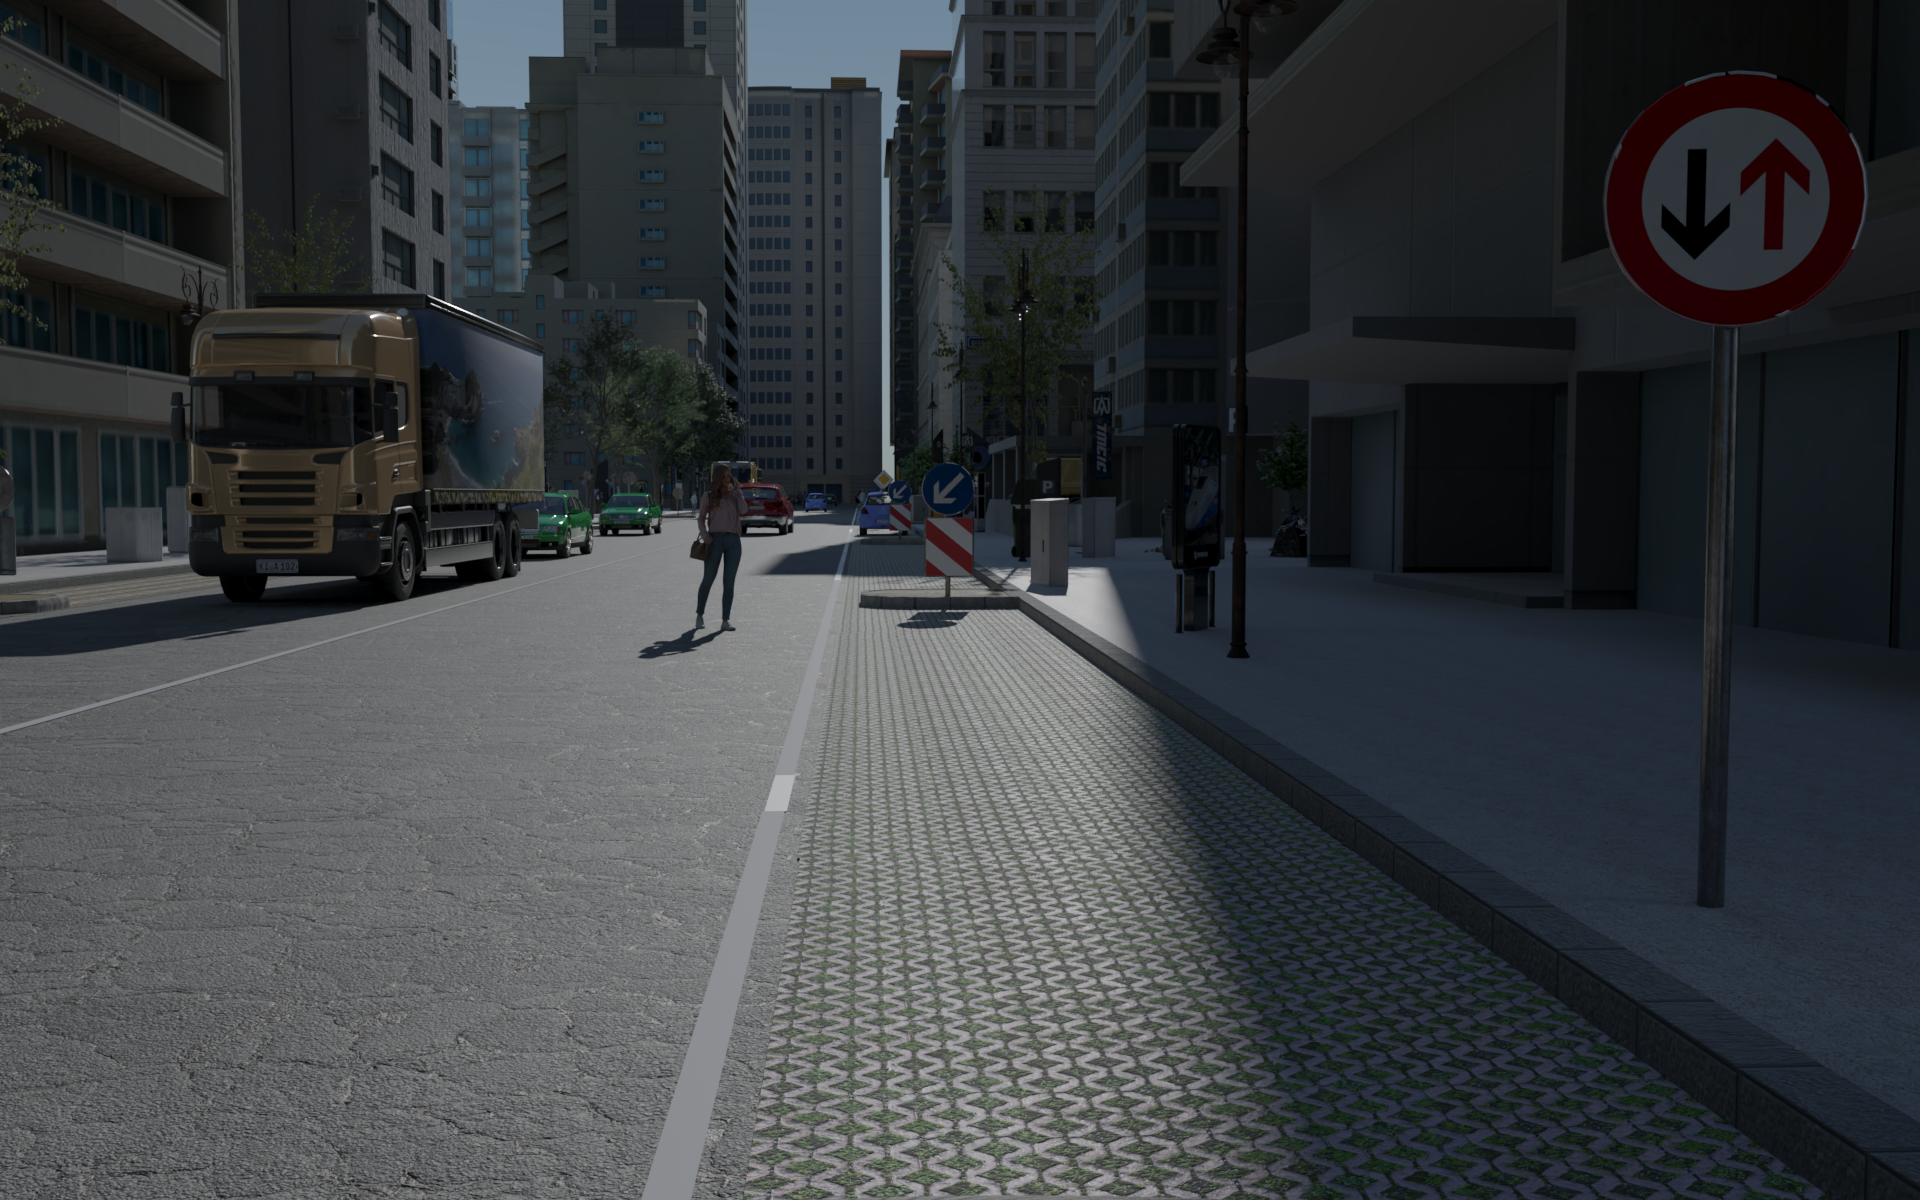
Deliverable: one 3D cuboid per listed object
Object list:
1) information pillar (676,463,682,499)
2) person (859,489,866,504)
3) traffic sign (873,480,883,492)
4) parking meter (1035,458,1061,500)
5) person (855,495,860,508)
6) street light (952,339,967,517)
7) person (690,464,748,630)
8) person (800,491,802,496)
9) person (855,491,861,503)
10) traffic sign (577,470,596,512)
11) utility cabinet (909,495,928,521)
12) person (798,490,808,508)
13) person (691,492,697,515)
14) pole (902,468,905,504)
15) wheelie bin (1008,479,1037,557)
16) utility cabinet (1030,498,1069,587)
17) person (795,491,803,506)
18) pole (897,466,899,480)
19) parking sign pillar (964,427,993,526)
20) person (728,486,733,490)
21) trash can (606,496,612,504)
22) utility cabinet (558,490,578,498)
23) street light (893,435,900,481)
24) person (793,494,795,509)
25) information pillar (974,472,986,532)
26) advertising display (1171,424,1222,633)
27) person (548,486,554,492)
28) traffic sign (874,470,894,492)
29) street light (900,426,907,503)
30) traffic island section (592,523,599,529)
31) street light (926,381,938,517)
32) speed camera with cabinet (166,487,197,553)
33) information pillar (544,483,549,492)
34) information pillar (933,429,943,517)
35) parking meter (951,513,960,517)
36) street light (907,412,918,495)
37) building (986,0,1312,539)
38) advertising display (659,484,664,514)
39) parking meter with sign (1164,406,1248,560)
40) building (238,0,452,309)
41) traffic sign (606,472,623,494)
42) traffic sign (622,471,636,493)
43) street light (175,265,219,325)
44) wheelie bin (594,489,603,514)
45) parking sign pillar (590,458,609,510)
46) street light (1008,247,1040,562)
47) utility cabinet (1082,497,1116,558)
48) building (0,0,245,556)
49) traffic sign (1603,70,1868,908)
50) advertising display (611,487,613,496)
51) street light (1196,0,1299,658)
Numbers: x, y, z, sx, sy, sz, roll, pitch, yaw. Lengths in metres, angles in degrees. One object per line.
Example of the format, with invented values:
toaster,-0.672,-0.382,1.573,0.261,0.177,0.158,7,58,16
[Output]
information pillar,-21.425,-8.611,132.138,0.504,3.616,0.183,-2,4,-34
person,-8.543,-8.829,152.726,0.514,1.842,0.818,-3,5,-43
traffic sign,-3.593,-4.639,79.482,0.795,2.450,0.064,0,4,-3
parking meter,1.416,-1.357,27.904,0.399,1.863,0.255,1,4,12
person,-10.726,-10.488,183.162,0.799,1.438,0.628,1,4,15
street light,0.039,-4.834,51.817,0.468,5.910,1.993,0,4,-3
person,-2.581,-0.566,18.345,0.593,1.750,0.643,-1,4,-20
person,-20.814,-13.325,226.456,1.348,1.812,0.705,0,4,1
person,-11.164,-11.304,193.287,1.348,1.831,0.705,2,4,24
traffic sign,-15.263,-4.110,70.839,0.795,2.450,0.064,0,4,-3
utility cabinet,-1.945,-4.348,82.255,0.306,1.237,1.020,3,5,42
person,-15.529,-10.088,173.529,1.350,1.814,0.705,0,4,-1
person,-18.177,-6.623,118.593,0.330,1.601,0.589,-3,4,-37
pole,-4.441,-8.687,135.874,0.158,3.312,0.155,0,3,0
wheelie bin,1.433,-1.676,35.304,0.980,1.594,0.693,2,4,29
utility cabinet,1.256,-0.815,24.492,0.306,1.237,1.020,-1,4,-13
person,-19.498,-12.290,209.530,1.350,1.814,0.705,-2,4,-25
pole,-4.444,-7.968,124.114,0.158,3.312,0.155,0,3,0
parking sign pillar,0.819,-4.950,69.401,1.447,3.967,1.447,2,4,27
person,-10.393,-4.269,78.469,0.661,1.801,0.590,1,4,15
trash can,-25.763,-7.103,127.795,0.748,1.137,0.748,0,3,0
utility cabinet,-24.115,-5.990,106.618,1.173,1.500,0.318,0,4,4
street light,-4.767,-9.902,134.680,0.468,5.910,1.993,0,4,-3
person,-15.685,-9.305,163.897,0.557,1.426,1.065,0,4,-4
information pillar,0.661,-3.273,57.999,0.304,2.012,0.304,-1,4,-22
advertising display,2.228,-0.678,16.302,0.123,1.923,0.974,2,4,29
person,-17.635,-4.052,75.085,0.374,1.781,0.599,-3,5,-39
traffic sign,-3.137,-4.151,71.510,0.795,2.450,0.064,0,4,-3
street light,-3.582,-8.732,115.555,0.468,5.910,1.993,0,4,-3
traffic island section,-15.742,-3.461,78.872,2.009,0.180,2.903,0,4,-3
street light,-1.137,-6.003,70.943,0.468,5.910,1.993,0,4,-3
speed camera with cabinet,-16.708,-2.706,38.575,0.660,3.252,2.038,1,4,19
information pillar,-27.303,-6.717,114.320,0.304,2.012,0.304,-1,4,-21
information pillar,-0.777,-4.353,62.527,0.183,3.616,0.504,-3,5,-42
parking meter,-0.152,-3.173,60.288,0.372,1.533,0.369,0,3,0
street light,-2.551,-7.562,96.420,0.468,5.910,1.993,0,4,-3
building,17.417,-22.281,56.177,32.217,40.220,23.993,0,4,-3
advertising display,-18.979,-6.419,110.164,0.123,1.923,0.974,0,4,-2
parking meter with sign,4.799,-2.303,33.907,1.738,3.016,0.543,-2,4,-34
building,-26.160,-17.735,61.667,14.107,30.474,14.160,0,4,-3
traffic sign,-15.719,-4.598,78.812,0.795,2.450,0.064,0,4,-3
traffic sign,-18.438,-5.896,96.503,0.768,2.556,0.104,0,4,1
street light,-15.340,-3.813,35.130,0.468,5.910,1.993,0,4,-3
wheelie bin,-23.302,-6.311,111.093,0.693,1.594,0.980,-3,5,-41
parking sign pillar,-26.979,-8.636,129.669,1.447,3.967,1.447,0,4,-7
street light,1.190,-3.664,32.689,0.468,5.910,1.993,0,4,-3
utility cabinet,2.818,-1.469,35.185,0.306,1.237,1.020,2,4,29
building,-29.110,-25.098,34.053,21.300,48.544,21.600,0,4,-3
traffic sign,2.342,-0.319,5.325,0.768,2.556,0.104,0,4,6
advertising display,-30.677,-9.014,152.591,0.123,1.923,0.974,-1,4,-10
street light,2.184,-2.485,13.418,0.468,5.910,1.993,0,4,-3
